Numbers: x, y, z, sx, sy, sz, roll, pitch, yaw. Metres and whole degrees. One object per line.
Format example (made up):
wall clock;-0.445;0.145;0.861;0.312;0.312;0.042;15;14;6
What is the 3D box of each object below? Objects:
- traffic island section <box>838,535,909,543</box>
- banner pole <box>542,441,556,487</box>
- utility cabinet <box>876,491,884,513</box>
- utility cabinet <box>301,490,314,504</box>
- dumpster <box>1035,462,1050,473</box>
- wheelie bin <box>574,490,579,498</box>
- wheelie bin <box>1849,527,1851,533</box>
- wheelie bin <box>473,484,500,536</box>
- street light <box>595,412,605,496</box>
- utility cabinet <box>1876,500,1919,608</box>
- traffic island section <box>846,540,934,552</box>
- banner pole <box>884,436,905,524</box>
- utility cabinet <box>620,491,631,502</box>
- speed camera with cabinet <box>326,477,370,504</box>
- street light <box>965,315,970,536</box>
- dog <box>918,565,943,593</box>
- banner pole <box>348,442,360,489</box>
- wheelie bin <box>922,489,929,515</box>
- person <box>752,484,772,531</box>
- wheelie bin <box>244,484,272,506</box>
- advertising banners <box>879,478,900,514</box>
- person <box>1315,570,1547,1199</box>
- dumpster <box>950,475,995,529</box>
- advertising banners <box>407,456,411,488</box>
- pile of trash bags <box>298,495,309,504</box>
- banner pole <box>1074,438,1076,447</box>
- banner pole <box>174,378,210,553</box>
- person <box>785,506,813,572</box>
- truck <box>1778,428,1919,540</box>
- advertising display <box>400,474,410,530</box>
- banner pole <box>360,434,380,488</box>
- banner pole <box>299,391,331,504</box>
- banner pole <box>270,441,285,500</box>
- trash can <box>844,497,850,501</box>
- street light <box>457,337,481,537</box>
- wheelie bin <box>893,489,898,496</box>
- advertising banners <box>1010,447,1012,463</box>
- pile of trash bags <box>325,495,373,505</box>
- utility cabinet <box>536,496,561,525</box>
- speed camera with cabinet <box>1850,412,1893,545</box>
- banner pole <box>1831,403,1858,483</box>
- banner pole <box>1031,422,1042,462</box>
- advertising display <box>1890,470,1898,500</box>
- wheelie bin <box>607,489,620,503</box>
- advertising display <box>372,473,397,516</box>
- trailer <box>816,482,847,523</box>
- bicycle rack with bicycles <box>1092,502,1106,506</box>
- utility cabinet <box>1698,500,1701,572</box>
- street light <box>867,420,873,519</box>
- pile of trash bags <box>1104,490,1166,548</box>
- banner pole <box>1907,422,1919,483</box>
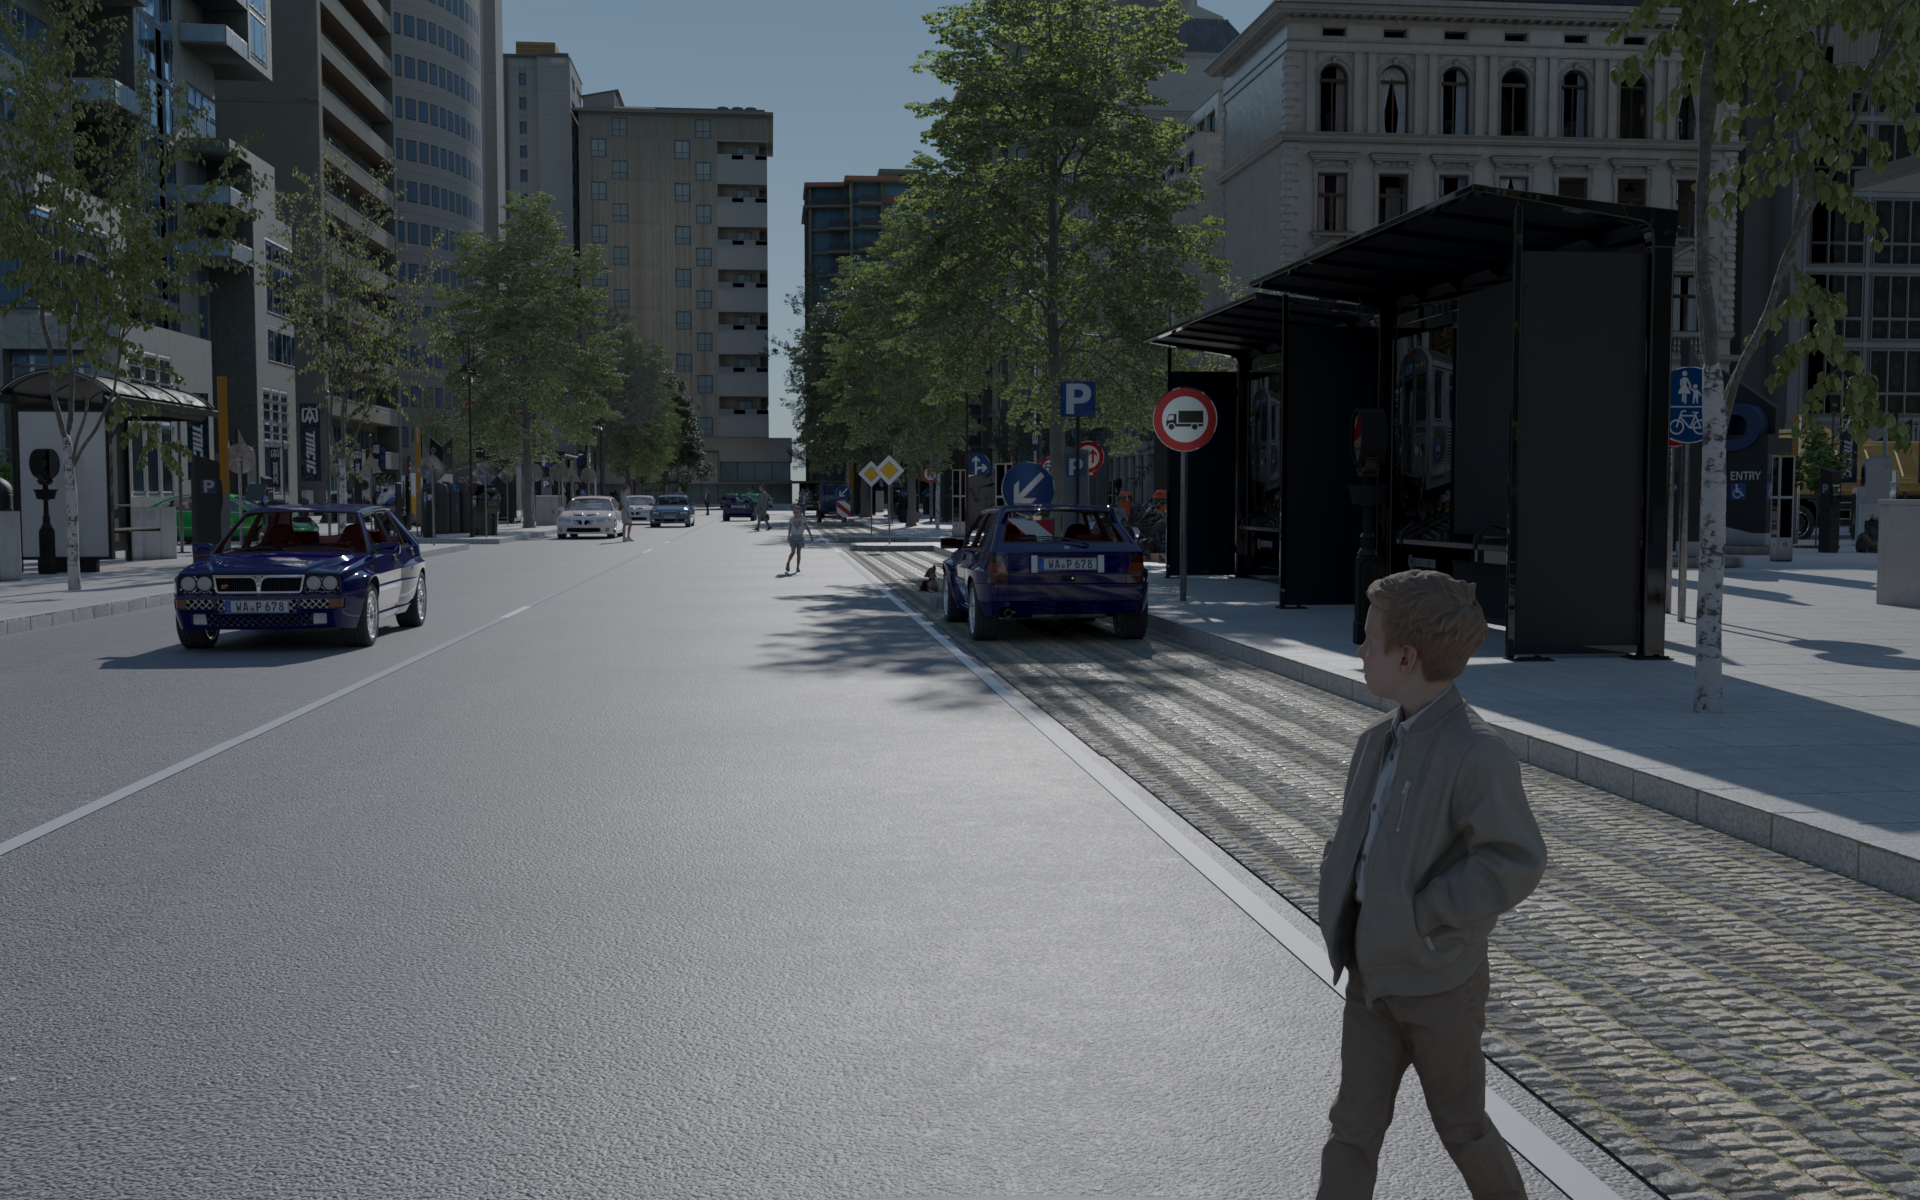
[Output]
traffic island section;-2.649;-1.834;52.264;2.009;0.180;2.903;0;4;-6
banner pole;-18.976;-5.495;79.863;0.863;3.779;0.401;-3;5;-43
utility cabinet;-5.793;-6.698;118.193;1.173;1.500;0.318;0;4;1
utility cabinet;-37.802;-5.606;100.336;0.318;1.500;1.173;0;4;-2
dumpster;2.503;-3.108;53.314;1.502;2.255;1.985;0;4;-6
wheelie bin;-26.300;-6.877;120.340;0.980;1.594;0.693;-2;4;-29
wheelie bin;29.538;-2.995;56.872;0.980;1.594;0.693;-3;5;-44
wheelie bin;-14.682;-2.803;53.744;0.693;1.594;0.980;2;4;34
street light;-18.533;-7.132;89.398;0.468;5.910;1.993;0;4;-6
utility cabinet;10.916;-0.521;19.677;0.306;1.237;1.020;-1;4;-13
traffic island section;-1.785;-1.348;44.326;2.009;0.180;2.903;0;4;-6
banner pole;-2.852;-5.188;74.843;0.863;3.779;0.401;-1;4;-9
utility cabinet;-20.959;-6.104;108.485;0.318;1.500;1.173;0;4;6
speed camera with cabinet;-30.613;-5.647;86.657;2.038;3.252;0.660;-2;4;-30
street light;0.180;-4.343;43.799;0.468;5.910;1.993;0;4;-6
dog;-0.372;-0.313;25.318;0.550;0.427;0.748;2;4;25
banner pole;-29.135;-5.711;83.395;0.401;3.779;0.863;3;5;40
wheelie bin;-1.981;-6.114;107.876;0.693;1.594;0.980;-2;4;-27
person;-7.752;-3.617;67.735;0.767;1.812;0.694;1;4;8
wheelie bin;-21.664;-2.787;53.480;0.980;1.594;0.693;1;4;16
advertising banners;-4.379;-6.948;109.789;2.074;3.025;0.090;-3;5;-40
person;0.800;0.599;2.975;0.640;1.303;0.475;-2;4;-35
dumpster;0.408;-2.905;53.252;1.264;1.857;1.865;0;4;-6
advertising banners;-25.636;-5.061;78.940;2.074;3.025;0.090;1;4;13
pile of trash bags;-37.360;-5.324;96.793;1.912;1.369;3.447;-2;4;-26
banner pole;5.311;-5.334;77.221;0.863;3.779;0.401;-3;4;-37
banner pole;-16.698;-2.911;37.609;0.863;3.779;0.401;-3;5;-39
person;-2.959;-1.122;31.856;0.505;1.210;0.382;0;4;-7
truck;26.275;-3.416;51.773;9.791;3.379;3.469;0;4;-8
advertising display;-17.833;-3.086;55.673;0.123;1.923;0.974;-2;4;-26
banner pole;-24.639;-5.067;72.865;0.401;3.779;0.863;1;4;21
banner pole;-15.550;-3.177;41.960;0.863;3.779;0.401;-1;4;-21
banner pole;-31.949;-5.581;81.261;0.863;3.779;0.401;0;4;-2
trash can;-8.117;-6.822;123.188;0.748;1.137;0.748;0;3;0
street light;-14.447;-4.790;51.101;0.468;5.910;1.993;0;4;-6
wheelie bin;-4.369;-6.602;115.846;0.693;1.594;0.980;0;4;6
advertising banners;2.005;-4.168;64.342;0.090;3.025;2.074;0;4;-5
pile of trash bags;-26.710;-4.092;76.663;3.447;1.369;1.912;2;4;30
utility cabinet;-16.948;-3.680;71.335;1.020;1.237;0.306;-1;4;-14
speed camera with cabinet;22.436;-2.956;42.660;0.660;3.252;2.038;1;4;19
banner pole;24.279;-3.529;47.717;0.863;3.779;0.401;3;4;36
banner pole;2.680;-4.287;60.101;0.401;3.779;0.863;2;4;31
advertising display;24.772;-2.514;46.325;0.974;1.923;0.123;-3;4;-36
wheelie bin;-22.292;-6.345;111.648;0.693;1.594;0.980;1;4;13
advertising display;-17.494;-2.902;52.665;0.123;1.923;0.974;1;4;20
trailer;-6.457;-4.851;86.360;1.471;1.999;3.904;0;4;-8
bicycle rack with bicycles;5.870;-4.121;80.763;2.925;0.926;2.852;1;4;9
utility cabinet;12.153;-1.033;28.059;0.306;1.237;1.020;2;4;26
street light;-4.490;-7.013;87.444;0.468;5.910;1.993;0;4;-6
pile of trash bags;3.950;-1.683;37.273;1.912;1.369;3.447;1;4;22
banner pole;32.785;-4.276;59.935;0.863;3.779;0.401;2;4;25
